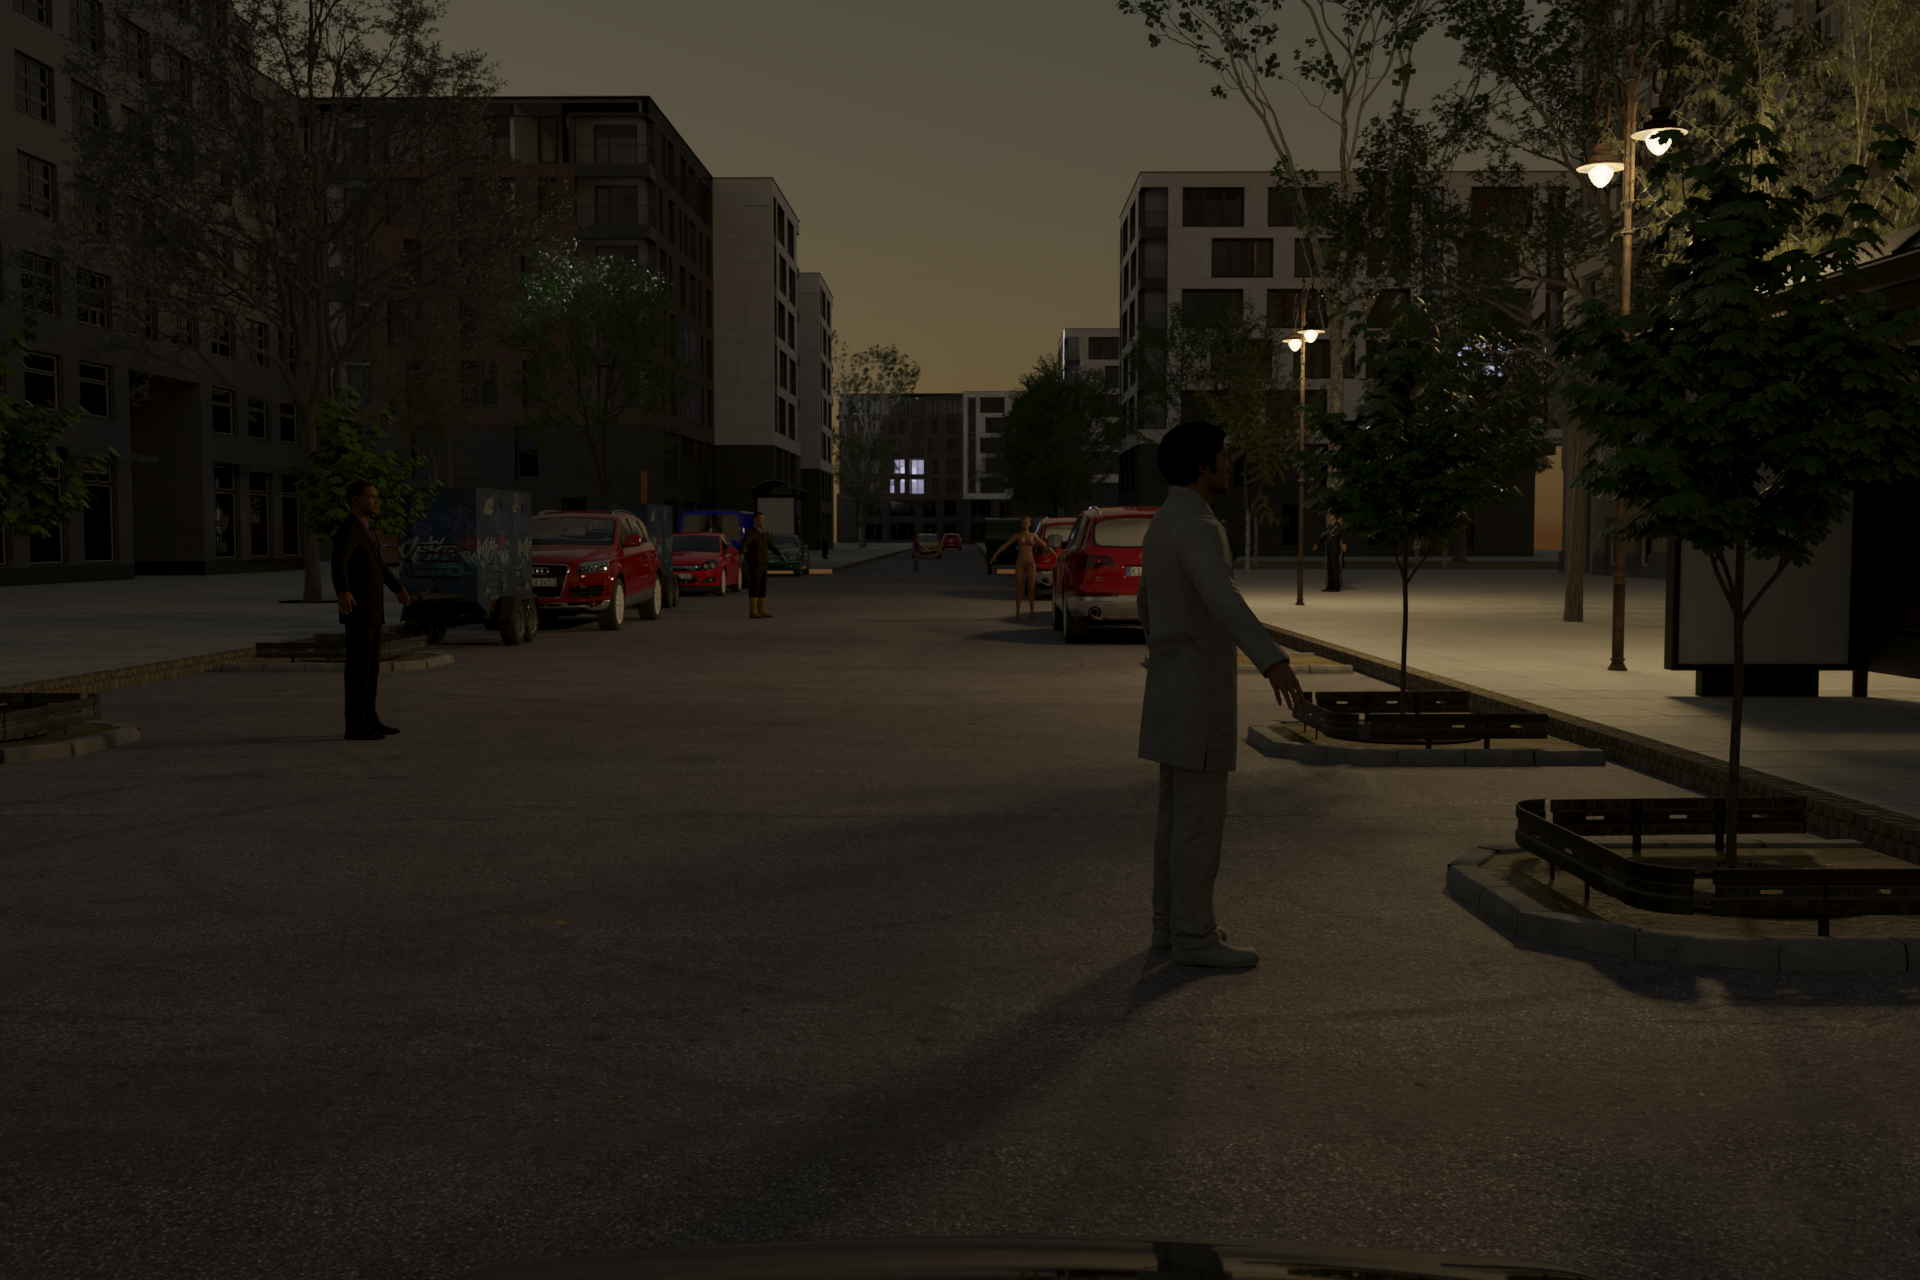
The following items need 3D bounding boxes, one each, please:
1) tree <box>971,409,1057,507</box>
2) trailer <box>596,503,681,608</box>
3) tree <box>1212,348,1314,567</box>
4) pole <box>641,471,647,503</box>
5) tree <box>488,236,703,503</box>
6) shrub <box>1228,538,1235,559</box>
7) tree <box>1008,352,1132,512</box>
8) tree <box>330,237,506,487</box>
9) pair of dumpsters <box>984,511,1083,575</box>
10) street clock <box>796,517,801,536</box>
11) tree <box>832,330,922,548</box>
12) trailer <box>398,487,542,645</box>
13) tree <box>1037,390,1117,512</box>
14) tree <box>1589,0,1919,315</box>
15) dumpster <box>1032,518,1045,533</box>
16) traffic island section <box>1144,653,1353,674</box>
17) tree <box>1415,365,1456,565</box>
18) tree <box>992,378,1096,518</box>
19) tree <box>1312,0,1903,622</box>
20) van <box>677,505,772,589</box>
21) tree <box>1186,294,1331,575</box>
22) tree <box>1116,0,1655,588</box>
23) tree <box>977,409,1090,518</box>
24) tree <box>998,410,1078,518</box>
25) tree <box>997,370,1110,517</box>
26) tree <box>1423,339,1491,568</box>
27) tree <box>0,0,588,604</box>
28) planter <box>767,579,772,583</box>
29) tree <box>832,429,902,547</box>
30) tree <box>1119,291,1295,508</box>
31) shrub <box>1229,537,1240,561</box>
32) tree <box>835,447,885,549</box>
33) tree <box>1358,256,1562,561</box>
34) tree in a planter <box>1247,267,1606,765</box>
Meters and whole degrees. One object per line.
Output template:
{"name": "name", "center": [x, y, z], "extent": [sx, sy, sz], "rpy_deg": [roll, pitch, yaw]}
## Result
{"name": "tree", "center": [6.178, -15.483, 163.517], "extent": [12.009, 13.543, 11.850], "rpy_deg": [0, 3, 0]}
{"name": "trailer", "center": [-6.280, -1.585, 32.969], "extent": [1.471, 1.999, 3.904], "rpy_deg": [0, 4, 0]}
{"name": "tree", "center": [11.476, -7.190, 67.915], "extent": [4.360, 8.622, 3.978], "rpy_deg": [0, 3, 0]}
{"name": "pole", "center": [-10.148, -3.782, 55.676], "extent": [0.158, 3.312, 0.155], "rpy_deg": [0, 3, 0]}
{"name": "tree", "center": [-12.626, -8.278, 61.093], "extent": [9.928, 11.665, 9.643], "rpy_deg": [0, 3, 0]}
{"name": "shrub", "center": [10.640, -3.610, 70.139], "extent": [1.383, 1.207, 1.383], "rpy_deg": [0, 3, 0]}
{"name": "tree", "center": [6.326, -10.650, 99.890], "extent": [9.928, 11.665, 9.643], "rpy_deg": [0, 3, 0]}
{"name": "tree", "center": [-12.766, -5.672, 43.092], "extent": [4.360, 8.622, 3.978], "rpy_deg": [0, 3, 0]}
{"name": "pair of dumpsters", "center": [3.070, -3.465, 61.597], "extent": [4.436, 2.255, 1.574], "rpy_deg": [0, 4, 1]}
{"name": "street clock", "center": [-6.890, -4.191, 73.093], "extent": [0.358, 2.002, 0.471], "rpy_deg": [0, 4, 1]}
{"name": "tree", "center": [-10.216, -18.522, 158.721], "extent": [12.611, 20.169, 13.585], "rpy_deg": [0, 3, 0]}
{"name": "trailer", "center": [-6.360, -0.905, 21.844], "extent": [1.471, 1.999, 3.904], "rpy_deg": [0, 4, 0]}
{"name": "tree", "center": [5.677, -8.527, 89.775], "extent": [4.360, 8.622, 3.978], "rpy_deg": [0, 3, 0]}
{"name": "tree", "center": [8.891, -4.068, 16.868], "extent": [4.360, 8.622, 3.978], "rpy_deg": [0, 3, 0]}
{"name": "dumpster", "center": [2.789, -2.253, 45.048], "extent": [1.865, 1.857, 1.264], "rpy_deg": [0, 4, -1]}
{"name": "traffic island section", "center": [3.023, 0.255, 18.690], "extent": [1.991, 0.108, 1.994], "rpy_deg": [0, 3, 0]}
{"name": "tree", "center": [19.176, -7.438, 71.980], "extent": [4.360, 8.622, 3.978], "rpy_deg": [0, 3, 0]}
{"name": "tree", "center": [5.994, -12.538, 123.119], "extent": [7.486, 12.596, 7.792], "rpy_deg": [0, 3, 0]}
{"name": "tree", "center": [8.785, -5.528, 24.796], "extent": [8.767, 10.594, 7.601], "rpy_deg": [2, 4, 33]}
{"name": "van", "center": [-6.407, -2.616, 47.164], "extent": [2.240, 2.365, 5.245], "rpy_deg": [0, 4, 1]}
{"name": "tree", "center": [9.202, -6.324, 53.755], "extent": [4.737, 8.622, 4.395], "rpy_deg": [0, 3, 0]}
{"name": "tree", "center": [10.231, -11.262, 40.023], "extent": [12.611, 20.169, 13.585], "rpy_deg": [0, 3, 0]}
{"name": "tree", "center": [6.272, -14.554, 148.322], "extent": [12.009, 13.543, 11.850], "rpy_deg": [0, 3, 0]}
{"name": "tree", "center": [6.749, -13.333, 136.115], "extent": [7.486, 12.596, 7.792], "rpy_deg": [0, 3, 0]}
{"name": "tree", "center": [5.987, -11.290, 110.343], "extent": [9.928, 11.665, 9.643], "rpy_deg": [0, 3, 0]}
{"name": "tree", "center": [18.332, -7.024, 65.207], "extent": [4.360, 8.622, 3.978], "rpy_deg": [0, 3, 0]}
{"name": "tree", "center": [-12.027, -7.441, 32.035], "extent": [12.009, 13.543, 11.850], "rpy_deg": [0, 3, 0]}
{"name": "planter", "center": [-6.562, -1.819, 50.888], "extent": [1.991, 0.319, 1.994], "rpy_deg": [0, 4, 0]}
{"name": "tree", "center": [-9.250, -14.918, 169.672], "extent": [9.928, 11.665, 9.643], "rpy_deg": [0, 3, 0]}
{"name": "tree", "center": [10.747, -9.168, 75.655], "extent": [9.928, 11.665, 9.643], "rpy_deg": [0, 3, 0]}
{"name": "shrub", "center": [12.264, -4.149, 78.961], "extent": [1.383, 1.207, 1.383], "rpy_deg": [0, 3, 0]}
{"name": "tree", "center": [-8.861, -12.038, 147.189], "extent": [4.360, 8.622, 3.978], "rpy_deg": [0, 3, 0]}
{"name": "tree", "center": [23.591, -10.679, 81.259], "extent": [9.857, 13.997, 8.962], "rpy_deg": [0, 3, 0]}
{"name": "tree in a planter", "center": [3.004, -0.881, 11.634], "extent": [1.991, 3.239, 1.994], "rpy_deg": [0, 4, -1]}
